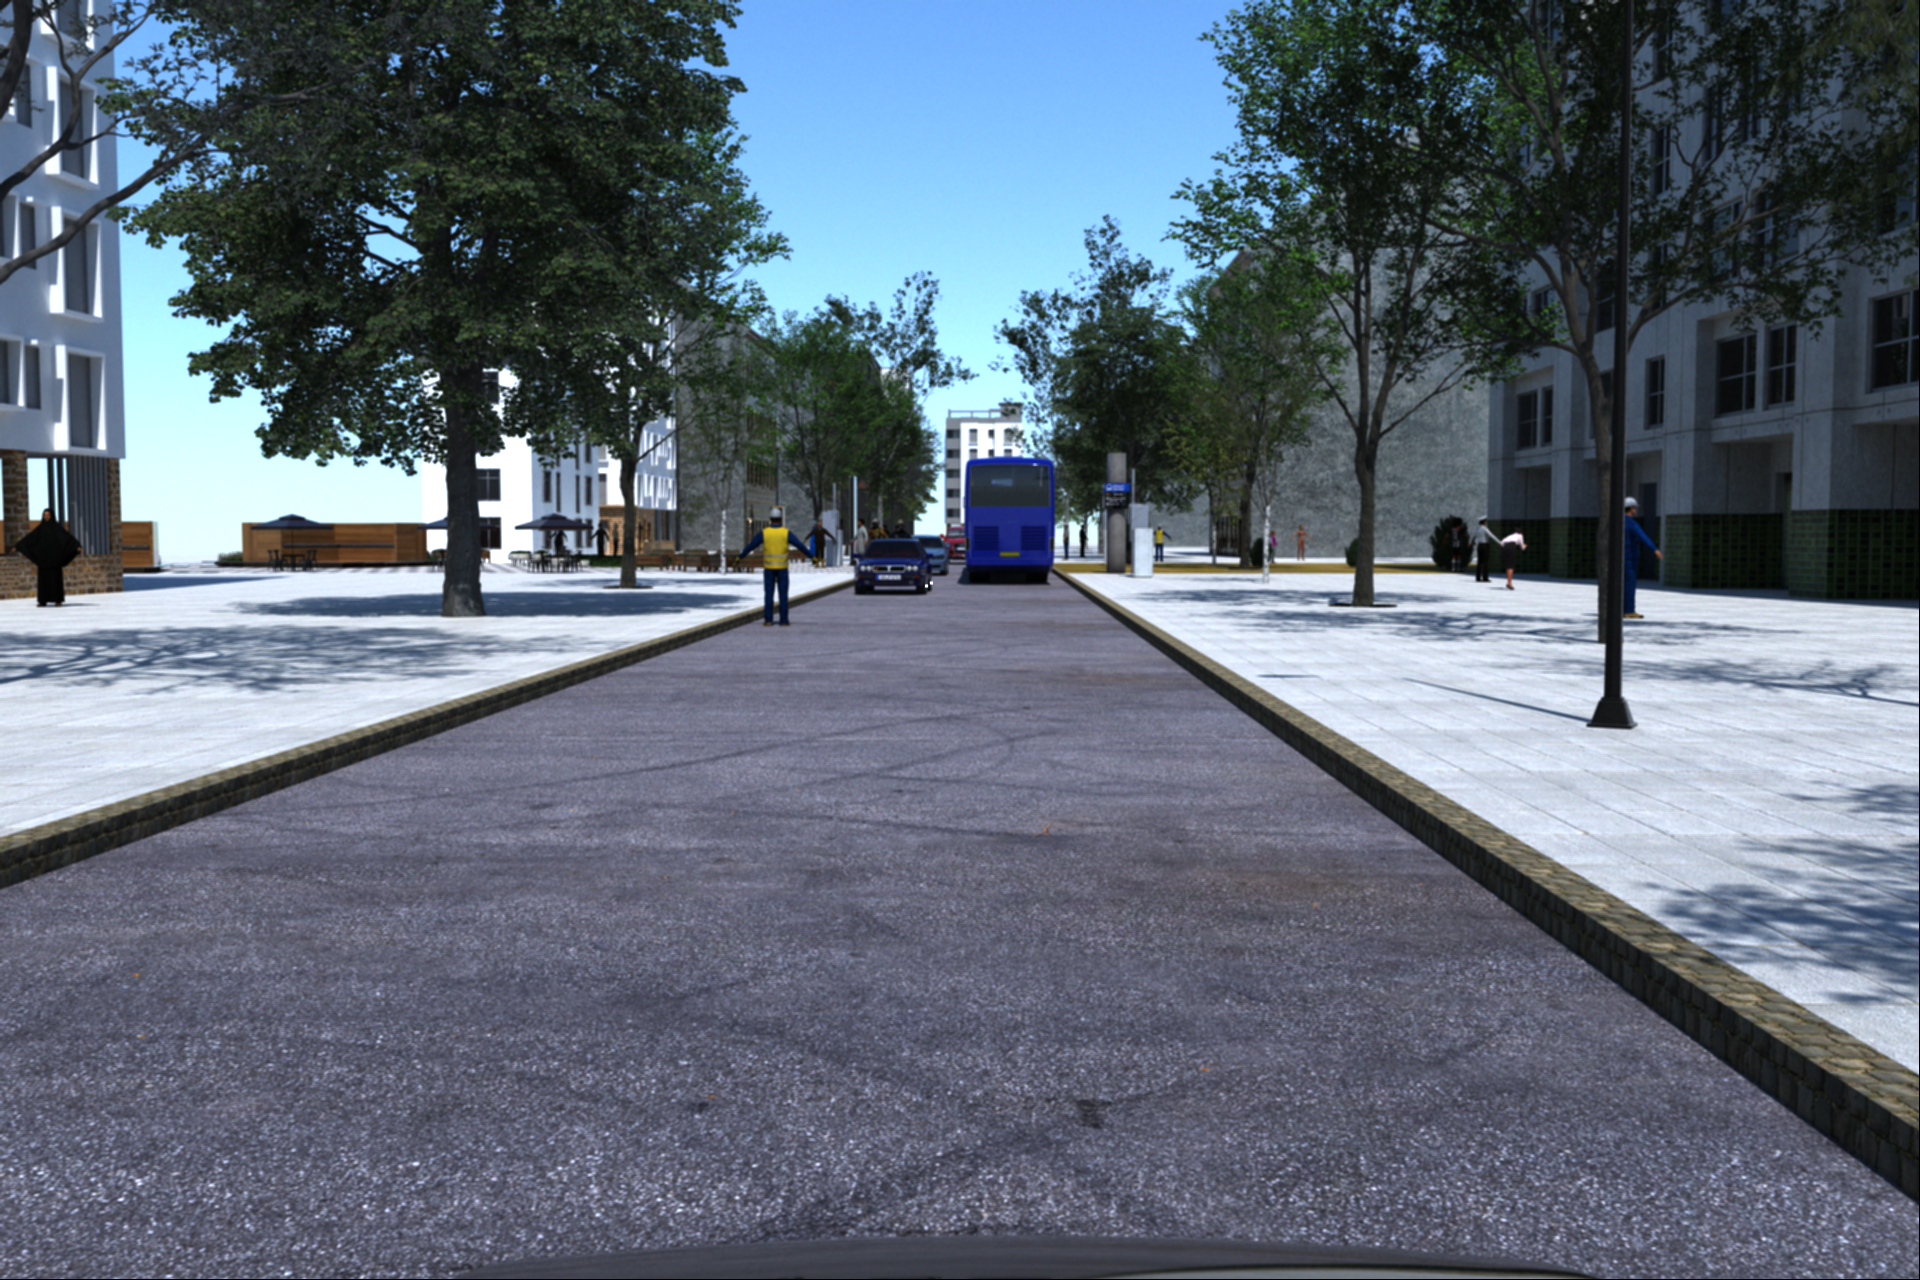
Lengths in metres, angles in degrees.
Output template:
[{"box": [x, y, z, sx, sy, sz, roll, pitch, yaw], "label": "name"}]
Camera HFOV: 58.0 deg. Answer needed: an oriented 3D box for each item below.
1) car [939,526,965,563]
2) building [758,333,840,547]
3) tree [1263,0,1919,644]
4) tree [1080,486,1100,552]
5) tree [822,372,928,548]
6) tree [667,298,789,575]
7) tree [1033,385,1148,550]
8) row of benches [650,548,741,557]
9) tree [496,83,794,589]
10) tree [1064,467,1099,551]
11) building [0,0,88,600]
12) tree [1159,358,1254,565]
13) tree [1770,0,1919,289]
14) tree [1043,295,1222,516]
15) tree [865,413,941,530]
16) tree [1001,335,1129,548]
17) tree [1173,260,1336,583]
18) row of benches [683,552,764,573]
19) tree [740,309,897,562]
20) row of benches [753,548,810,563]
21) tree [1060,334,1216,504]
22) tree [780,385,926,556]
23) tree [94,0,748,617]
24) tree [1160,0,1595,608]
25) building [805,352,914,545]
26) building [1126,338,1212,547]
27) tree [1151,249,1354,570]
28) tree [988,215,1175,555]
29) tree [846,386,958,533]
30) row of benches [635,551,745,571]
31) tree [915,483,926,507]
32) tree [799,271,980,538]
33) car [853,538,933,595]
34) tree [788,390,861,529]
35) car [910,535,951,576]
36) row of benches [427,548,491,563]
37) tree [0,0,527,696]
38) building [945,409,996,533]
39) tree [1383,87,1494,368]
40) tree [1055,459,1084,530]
[{"box": [0.165, -4.581, 83.565, 2.281, 1.827, 5.304, 0, 4, 1], "label": "car"}, {"box": [-22.714, -21.415, 181.064, 19.493, 23.208, 18.063, 0, 4, 1], "label": "building"}, {"box": [7.722, -5.252, 20.285, 8.767, 10.594, 7.601, 1, 4, 14], "label": "tree"}, {"box": [9.926, -10.466, 121.482, 4.737, 8.622, 4.395, 0, 3, 0], "label": "tree"}, {"box": [-5.680, -11.284, 110.245, 9.928, 11.665, 9.643, 0, 3, 0], "label": "tree"}, {"box": [-7.470, -6.345, 54.099, 4.360, 8.622, 3.978, 0, 3, 0], "label": "tree"}, {"box": [10.367, -14.107, 141.026, 12.009, 13.543, 11.850, 0, 3, 0], "label": "tree"}, {"box": [-11.727, -3.722, 76.321, 4.104, 0.672, 1.422, 0, 4, -6], "label": "row of benches"}, {"box": [-7.713, -7.009, 40.359, 9.928, 11.665, 9.643, 0, 3, 0], "label": "tree"}, {"box": [9.408, -10.889, 128.405, 4.737, 8.622, 4.395, 0, 3, 0], "label": "tree"}, {"box": [-23.789, -10.302, 24.865, 16.016, 20.090, 11.380, 0, 4, 2], "label": "building"}, {"box": [10.464, -7.420, 71.683, 4.737, 8.622, 4.395, 0, 3, 0], "label": "tree"}, {"box": [7.019, -3.786, 12.267, 4.360, 8.622, 3.978, 0, 3, 0], "label": "tree"}, {"box": [9.129, -11.303, 91.455, 9.857, 13.997, 8.962, 0, 3, 0], "label": "tree"}, {"box": [-5.417, -14.706, 158.566, 7.486, 12.596, 7.792, 0, 3, 0], "label": "tree"}, {"box": [9.724, -18.795, 163.187, 12.611, 20.169, 13.585, 0, 3, 0], "label": "tree"}, {"box": [8.033, -5.768, 44.675, 4.360, 8.622, 3.978, 0, 3, 0], "label": "tree"}, {"box": [-7.824, -2.595, 57.883, 1.422, 0.672, 4.104, -3, 5, -43], "label": "row of benches"}, {"box": [-6.616, -9.420, 79.778, 9.928, 11.665, 9.643, 0, 3, 0], "label": "tree"}, {"box": [-7.698, -3.740, 76.604, 1.422, 0.672, 4.104, 2, 4, 29], "label": "row of benches"}, {"box": [8.423, -8.904, 79.992, 8.767, 10.594, 7.601, 3, 4, 39], "label": "tree"}, {"box": [-6.502, -10.153, 100.407, 8.767, 10.594, 7.601, -1, 4, -22], "label": "tree"}, {"box": [-7.867, -7.337, 26.616, 9.857, 13.997, 8.962, 0, 3, 0], "label": "tree"}, {"box": [7.159, -6.381, 30.082, 9.928, 11.665, 9.643, 0, 3, 0], "label": "tree"}, {"box": [-20.229, -22.422, 210.569, 27.936, 21.610, 32.646, 0, 4, 1], "label": "building"}, {"box": [27.154, -21.515, 182.691, 19.493, 23.208, 18.063, 0, 4, 1], "label": "building"}, {"box": [10.495, -8.365, 62.528, 9.928, 11.665, 9.643, 0, 3, 0], "label": "tree"}, {"box": [7.980, -15.276, 105.656, 12.611, 20.169, 13.585, 0, 3, 0], "label": "tree"}, {"box": [-5.381, -14.094, 140.804, 12.009, 13.543, 11.850, 0, 3, 0], "label": "tree"}, {"box": [-9.474, -2.793, 61.134, 4.104, 0.672, 1.422, 1, 4, 14], "label": "row of benches"}, {"box": [-9.452, -21.062, 254.730, 12.009, 13.543, 11.850, 0, 3, 0], "label": "tree"}, {"box": [-4.239, -16.361, 123.390, 12.611, 20.169, 13.585, 0, 3, 0], "label": "tree"}, {"box": [-1.602, -1.816, 42.278, 1.945, 1.354, 3.894, 0, 4, 2], "label": "car"}, {"box": [-6.567, -8.426, 88.135, 4.360, 8.622, 3.978, 0, 3, 0], "label": "tree"}, {"box": [-1.296, -3.016, 61.318, 2.014, 1.417, 4.499, 0, 4, 1], "label": "car"}, {"box": [-22.652, -3.736, 76.550, 4.104, 0.672, 1.422, -3, 5, -39], "label": "row of benches"}, {"box": [-8.108, -6.294, 13.275, 12.009, 13.543, 11.850, 0, 3, 0], "label": "tree"}, {"box": [-1.776, -24.042, 251.971, 11.380, 20.090, 16.016, 0, 4, -6], "label": "building"}, {"box": [24.821, -13.283, 73.072, 12.611, 20.169, 13.585, 0, 3, 0], "label": "tree"}, {"box": [15.770, -20.476, 252.904, 7.486, 12.596, 7.792, 0, 3, 0], "label": "tree"}]
